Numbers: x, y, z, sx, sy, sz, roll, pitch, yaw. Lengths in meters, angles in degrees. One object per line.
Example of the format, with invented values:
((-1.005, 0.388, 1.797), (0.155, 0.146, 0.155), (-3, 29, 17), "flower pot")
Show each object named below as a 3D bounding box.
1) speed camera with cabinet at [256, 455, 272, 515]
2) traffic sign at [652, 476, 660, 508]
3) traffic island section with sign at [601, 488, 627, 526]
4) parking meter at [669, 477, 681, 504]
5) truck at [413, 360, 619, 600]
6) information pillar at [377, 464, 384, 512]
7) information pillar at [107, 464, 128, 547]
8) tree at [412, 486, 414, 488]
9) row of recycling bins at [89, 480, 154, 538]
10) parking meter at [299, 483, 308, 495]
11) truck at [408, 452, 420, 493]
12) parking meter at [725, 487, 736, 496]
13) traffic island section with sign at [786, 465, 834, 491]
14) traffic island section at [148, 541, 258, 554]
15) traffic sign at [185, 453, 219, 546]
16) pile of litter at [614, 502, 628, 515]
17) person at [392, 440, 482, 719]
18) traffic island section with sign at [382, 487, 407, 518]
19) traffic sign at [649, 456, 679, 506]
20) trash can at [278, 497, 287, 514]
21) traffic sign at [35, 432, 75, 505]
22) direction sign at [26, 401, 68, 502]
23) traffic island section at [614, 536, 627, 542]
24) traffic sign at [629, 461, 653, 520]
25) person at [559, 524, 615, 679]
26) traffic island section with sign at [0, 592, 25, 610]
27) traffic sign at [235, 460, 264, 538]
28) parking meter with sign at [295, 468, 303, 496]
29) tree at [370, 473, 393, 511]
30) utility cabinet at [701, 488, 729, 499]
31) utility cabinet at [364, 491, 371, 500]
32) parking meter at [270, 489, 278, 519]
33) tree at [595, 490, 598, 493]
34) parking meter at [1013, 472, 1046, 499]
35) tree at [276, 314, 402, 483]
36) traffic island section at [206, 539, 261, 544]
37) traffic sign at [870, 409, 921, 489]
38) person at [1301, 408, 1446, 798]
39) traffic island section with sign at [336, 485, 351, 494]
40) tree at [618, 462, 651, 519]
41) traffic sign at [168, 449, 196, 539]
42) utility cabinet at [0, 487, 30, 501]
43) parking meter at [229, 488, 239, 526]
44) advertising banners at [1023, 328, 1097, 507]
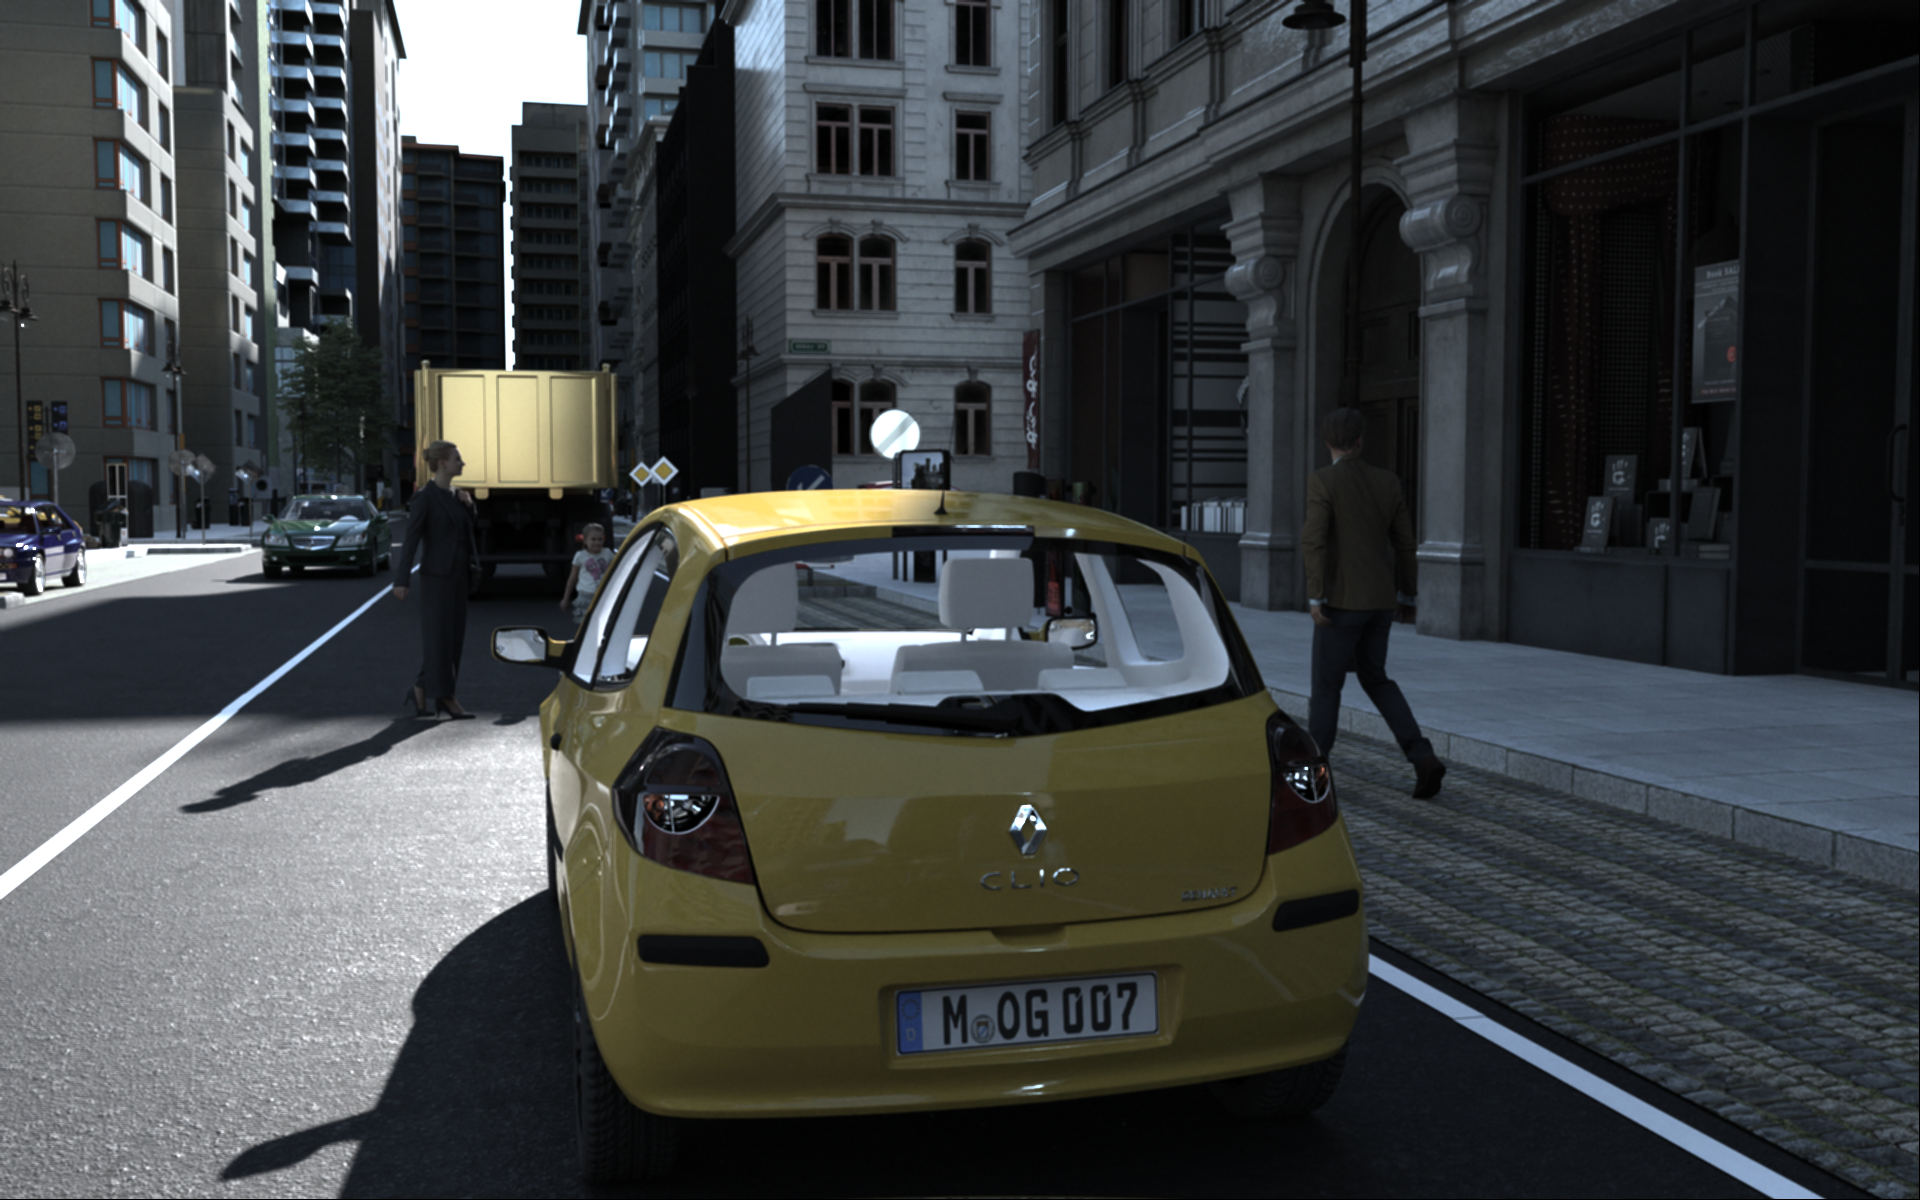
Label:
((-36.053, -5.725, 87.935), (2.038, 3.252, 0.660), (0, 4, -3), "speed camera with cabinet")
((-11.948, -4.079, 68.821), (0.606, 2.300, 0.079), (-1, 4, -13), "traffic sign")
((-15.907, -4.188, 77.101), (1.989, 1.847, 2.006), (-1, 4, -14), "traffic island section with sign")
((-9.891, -3.327, 60.104), (0.399, 1.863, 0.255), (-1, 4, -13), "parking meter")
((-6.928, -1.908, 27.115), (3.469, 3.379, 9.791), (-1, 4, -14), "truck")
((-41.056, -8.032, 122.676), (0.504, 3.616, 0.183), (-3, 5, -44), "information pillar")
((-20.450, -2.297, 42.049), (0.304, 2.012, 0.304), (1, 4, 16), "information pillar")
((-57.336, -11.612, 184.463), (1.663, 3.219, 1.824), (0, 3, 0), "tree")
((-24.994, -2.714, 51.494), (1.069, 1.692, 3.534), (-3, 5, -43), "row of recycling bins")
((-33.741, -5.098, 89.062), (0.255, 1.863, 0.399), (2, 4, 26), "parking meter")
((-29.686, -6.719, 98.763), (2.839, 4.237, 11.283), (-1, 4, -14), "truck")
((-7.883, -3.118, 59.398), (0.372, 1.533, 0.369), (0, 3, 0), "parking meter")
((-2.351, -0.978, 24.613), (1.989, 1.847, 2.006), (-1, 4, -14), "traffic island section with sign")
((-18.682, -1.251, 42.740), (2.009, 0.180, 2.903), (-1, 4, -14), "traffic island section")
((-18.661, -2.388, 42.684), (0.795, 2.450, 0.064), (-1, 4, -14), "traffic sign")
((-20.622, -5.564, 104.930), (1.719, 0.858, 1.176), (1, 4, 18), "pile of litter")
((-3.350, -0.130, 11.050), (0.534, 1.772, 0.576), (0, 4, -2), "person")
((-33.687, -5.716, 102.089), (1.989, 1.847, 2.006), (-1, 4, -14), "traffic island section with sign")
((-7.768, -2.558, 45.467), (0.795, 2.450, 0.064), (-1, 4, -14), "traffic sign")
((-36.116, -4.915, 92.006), (0.748, 1.137, 0.748), (0, 3, 0), "trash can")
((-18.601, -2.173, 35.634), (0.768, 2.556, 0.104), (-1, 4, -13), "traffic sign")
((-22.189, -3.070, 42.191), (0.876, 3.537, 0.379), (-2, 4, -25), "direction sign")
((-9.745, -1.896, 53.282), (2.009, 0.180, 2.903), (-1, 4, -14), "traffic island section")
((-9.766, -3.031, 53.199), (0.795, 2.450, 0.064), (-1, 4, -14), "traffic sign")
((-2.751, 0.028, 13.063), (0.505, 1.210, 0.382), (-3, 4, -36), "person")
((-12.899, -0.792, 21.582), (1.989, 1.847, 2.006), (-1, 4, -14), "traffic island section with sign")
((-20.659, -2.861, 50.416), (0.795, 2.450, 0.064), (-1, 4, -14), "traffic sign")
((-43.288, -7.182, 113.681), (0.543, 3.016, 1.738), (-1, 4, -21), "parking meter with sign")
((-45.277, -8.621, 135.553), (1.663, 3.219, 1.824), (0, 3, 0), "tree")
((-8.938, -3.326, 63.052), (1.173, 1.500, 0.318), (3, 4, 39), "utility cabinet")
((-41.079, -6.819, 120.166), (0.318, 1.500, 1.173), (-1, 4, -9), "utility cabinet")
((-35.848, -5.020, 90.486), (0.372, 1.533, 0.369), (0, 3, 0), "parking meter")
((-29.166, -8.713, 137.052), (1.663, 3.219, 1.824), (0, 3, 0), "tree")
((0.789, -0.691, 19.708), (0.372, 1.533, 0.369), (0, 3, 0), "parking meter")
((-39.266, -11.691, 109.268), (7.486, 12.596, 7.792), (0, 3, 0), "tree")
((-20.680, -1.724, 50.472), (2.009, 0.180, 2.903), (-1, 4, -14), "traffic island section")
((-0.966, -1.579, 25.918), (0.768, 2.556, 0.104), (0, 4, -7), "traffic sign")
((1.895, 0.016, 8.146), (0.836, 1.842, 0.656), (2, 4, 31), "person")
((-26.810, -4.088, 75.461), (1.989, 1.847, 2.006), (-1, 4, -14), "traffic island section with sign")
((-16.987, -5.873, 90.628), (1.663, 3.219, 1.824), (0, 3, 0), "tree")
((-22.124, -3.010, 49.313), (0.768, 2.556, 0.104), (-1, 4, -9), "traffic sign")
((-29.752, -2.784, 54.197), (1.173, 1.500, 0.318), (0, 4, 1), "utility cabinet")
((-29.370, -3.771, 70.062), (0.372, 1.533, 0.369), (0, 3, 0), "parking meter")
((0.995, -1.326, 17.874), (0.090, 3.025, 2.074), (-1, 4, -17), "advertising banners")
